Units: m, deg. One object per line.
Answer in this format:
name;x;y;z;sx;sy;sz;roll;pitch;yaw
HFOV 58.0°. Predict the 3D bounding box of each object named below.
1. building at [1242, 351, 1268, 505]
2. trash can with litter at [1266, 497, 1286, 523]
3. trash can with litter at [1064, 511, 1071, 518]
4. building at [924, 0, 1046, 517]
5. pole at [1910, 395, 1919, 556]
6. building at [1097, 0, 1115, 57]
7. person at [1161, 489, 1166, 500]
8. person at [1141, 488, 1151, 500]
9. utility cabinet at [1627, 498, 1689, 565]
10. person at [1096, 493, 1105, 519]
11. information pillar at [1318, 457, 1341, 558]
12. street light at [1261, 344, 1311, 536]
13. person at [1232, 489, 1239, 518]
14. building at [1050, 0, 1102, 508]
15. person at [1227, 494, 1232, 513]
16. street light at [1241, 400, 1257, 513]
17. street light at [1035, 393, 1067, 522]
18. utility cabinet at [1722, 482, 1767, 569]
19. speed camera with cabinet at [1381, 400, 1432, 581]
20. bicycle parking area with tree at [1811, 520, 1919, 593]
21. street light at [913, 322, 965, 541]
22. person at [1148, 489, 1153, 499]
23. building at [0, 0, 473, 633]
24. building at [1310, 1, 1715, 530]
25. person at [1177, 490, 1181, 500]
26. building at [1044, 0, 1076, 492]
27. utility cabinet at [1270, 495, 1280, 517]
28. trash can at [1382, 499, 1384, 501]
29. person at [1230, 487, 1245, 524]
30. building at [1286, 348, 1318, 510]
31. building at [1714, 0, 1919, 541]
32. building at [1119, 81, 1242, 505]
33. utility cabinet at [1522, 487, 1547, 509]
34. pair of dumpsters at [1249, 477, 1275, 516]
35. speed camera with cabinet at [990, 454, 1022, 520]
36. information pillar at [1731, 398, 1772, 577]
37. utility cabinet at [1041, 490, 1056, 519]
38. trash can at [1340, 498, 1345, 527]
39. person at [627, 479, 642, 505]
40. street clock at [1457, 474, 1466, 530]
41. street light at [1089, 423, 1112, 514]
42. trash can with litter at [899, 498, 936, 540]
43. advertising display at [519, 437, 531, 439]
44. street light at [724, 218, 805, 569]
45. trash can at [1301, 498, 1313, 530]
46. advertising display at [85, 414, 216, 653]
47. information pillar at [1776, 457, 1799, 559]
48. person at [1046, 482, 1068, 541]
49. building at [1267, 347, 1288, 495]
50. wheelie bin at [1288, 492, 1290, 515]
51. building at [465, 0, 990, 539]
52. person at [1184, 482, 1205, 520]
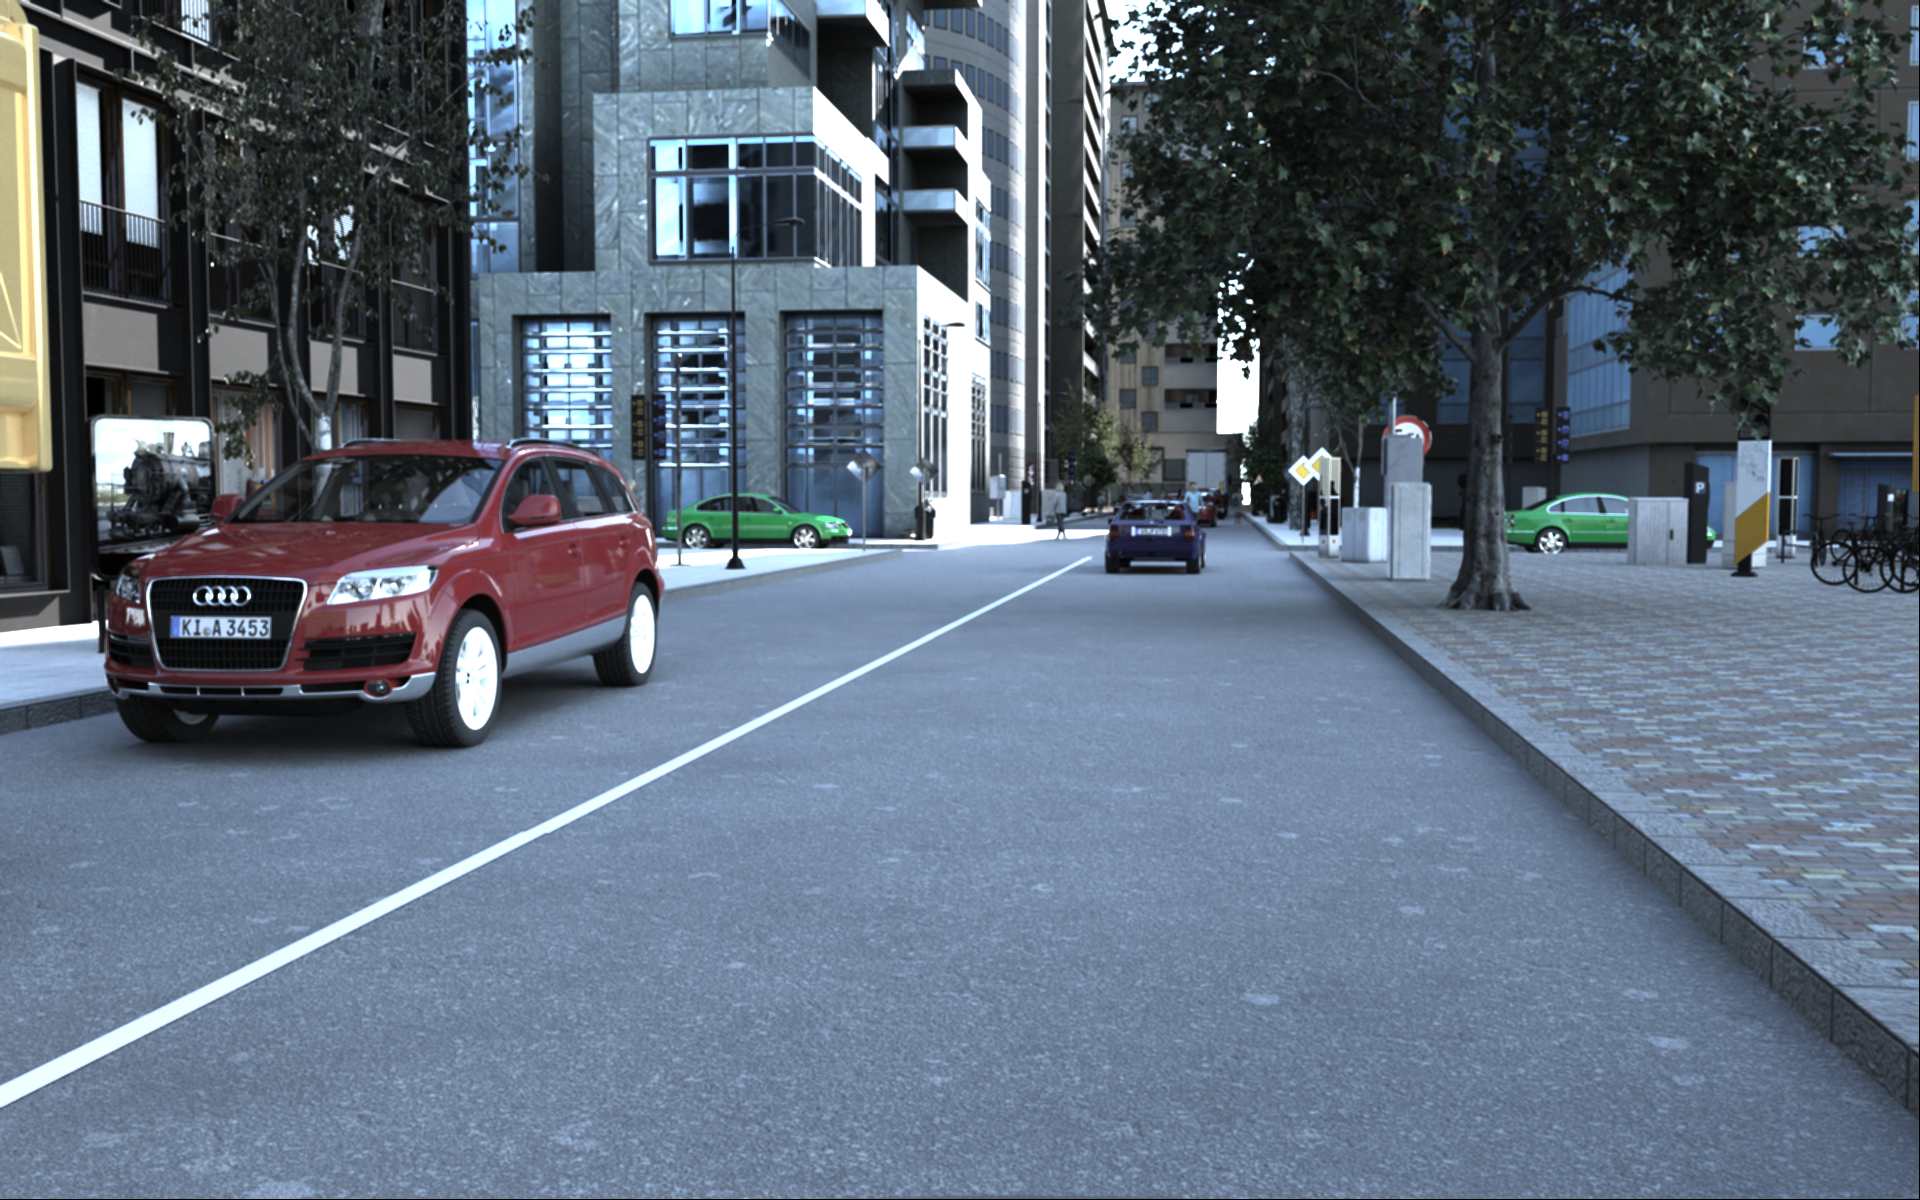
building;49.394;-34.126;212.576;28.867;44.769;22.147;1;4;8
trash can with litter;13.791;-3.941;75.828;0.624;1.170;1.055;-2;4;-26
trash can with litter;4.954;-4.723;88.604;1.055;1.170;0.624;3;4;37
building;-6.805;-34.236;101.764;21.231;58.520;28.212;1;4;8
pole;19.800;-2.569;35.846;0.158;3.312;0.155;0;3;0
building;1.752;-36.192;180.983;27.495;52.752;28.713;1;4;8
person;13.005;-6.182;110.159;0.643;1.750;0.593;0;4;5
person;10.363;-5.341;96.096;0.793;1.790;0.793;-1;4;-16
utility cabinet;12.639;-1.236;31.365;1.020;1.237;0.306;-1;4;-9
person;7.907;-5.309;97.891;0.523;1.515;0.503;2;4;32
information pillar;7.410;-1.850;34.742;0.304;2.012;0.304;-2;4;-30
street light;10.041;-4.922;53.011;1.470;5.913;1.316;1;4;8
person;16.776;-5.863;105.198;0.563;1.720;0.643;1;4;18
building;1.090;-32.376;153.046;21.300;48.544;21.600;1;4;8
person;19.910;-7.375;129.814;1.217;1.736;0.721;0;4;3
street light;14.771;-6.918;85.655;1.470;5.913;1.316;1;4;8
street light;4.199;-6.553;79.686;1.470;5.913;1.316;1;4;8
utility cabinet;13.501;-1.292;29.802;1.173;1.500;0.318;-3;5;-44
speed camera with cabinet;6.791;-1.956;26.309;0.660;3.252;2.038;1;4;10
bicycle parking area with tree;15.160;-2.033;20.234;9.016;4.147;8.231;1;4;23
street light;-0.552;-4.557;47.045;1.470;5.913;1.316;1;4;8
person;13.105;-6.769;119.736;0.480;1.755;0.524;-2;4;-26
building;-14.468;-11.530;18.198;12.332;23.373;15.834;1;4;8
building;22.241;-25.820;72.275;14.600;45.320;14.200;1;4;8
person;19.818;-9.005;155.686;0.705;1.831;1.348;-1;4;-22
building;-1.497;-42.397;131.442;20.563;71.187;20.611;1;4;8
utility cabinet;16.671;-4.927;91.723;0.306;1.237;1.020;2;4;26
trash can;11.933;-2.188;47.431;0.748;1.137;0.748;0;3;0
person;13.405;-4.571;83.587;0.716;1.782;0.532;0;4;-7
building;39.451;-17.535;131.739;27.650;21.520;28.899;1;4;8
building;26.919;-24.596;52.261;14.200;45.320;14.600;1;4;8
building;22.151;-38.623;220.719;27.495;52.752;28.713;1;4;8
utility cabinet;17.597;-2.714;53.052;0.318;1.500;1.173;0;4;-3
pair of dumpsters;17.950;-6.115;102.478;1.574;2.255;4.437;1;4;9
speed camera with cabinet;2.293;-5.597;85.852;0.660;3.252;2.038;3;5;42
information pillar;12.269;-2.167;26.792;0.504;3.616;0.183;3;5;43
utility cabinet;4.543;-4.772;86.706;0.318;1.500;1.173;-2;4;-35
trash can;14.527;-3.387;67.034;0.748;1.137;0.748;0;3;0
person;-8.239;-2.150;43.832;0.526;1.800;0.537;0;4;-3
street clock;17.967;-3.499;61.786;0.471;2.002;0.358;-3;4;-39
street light;9.130;-8.562;112.532;1.470;5.913;1.316;1;4;8
trash can with litter;-1.217;-2.276;48.592;1.055;1.170;0.624;1;4;20
advertising display;-4.973;-0.902;19.959;0.123;1.923;0.974;-1;4;-10
street light;-3.309;-3.476;29.375;1.470;5.913;1.316;1;4;8
trash can;12.394;-3.124;62.739;0.748;1.137;0.748;0;3;0
advertising display;-6.619;-0.551;14.229;0.974;1.923;0.123;-3;5;-43
information pillar;16.487;-1.837;34.520;0.304;2.012;0.304;3;5;39
person;3.032;-2.736;53.408;0.709;1.800;0.728;-3;4;-38
building;42.868;-33.906;178.063;21.300;48.544;21.600;1;4;8
wheelie bin;20.440;-5.989;105.824;0.980;1.594;0.693;-3;5;-40
building;-9.956;-45.918;63.429;22.319;86.520;31.000;1;4;8
person;7.617;-2.932;56.453;0.660;1.820;0.620;-1;4;-12
